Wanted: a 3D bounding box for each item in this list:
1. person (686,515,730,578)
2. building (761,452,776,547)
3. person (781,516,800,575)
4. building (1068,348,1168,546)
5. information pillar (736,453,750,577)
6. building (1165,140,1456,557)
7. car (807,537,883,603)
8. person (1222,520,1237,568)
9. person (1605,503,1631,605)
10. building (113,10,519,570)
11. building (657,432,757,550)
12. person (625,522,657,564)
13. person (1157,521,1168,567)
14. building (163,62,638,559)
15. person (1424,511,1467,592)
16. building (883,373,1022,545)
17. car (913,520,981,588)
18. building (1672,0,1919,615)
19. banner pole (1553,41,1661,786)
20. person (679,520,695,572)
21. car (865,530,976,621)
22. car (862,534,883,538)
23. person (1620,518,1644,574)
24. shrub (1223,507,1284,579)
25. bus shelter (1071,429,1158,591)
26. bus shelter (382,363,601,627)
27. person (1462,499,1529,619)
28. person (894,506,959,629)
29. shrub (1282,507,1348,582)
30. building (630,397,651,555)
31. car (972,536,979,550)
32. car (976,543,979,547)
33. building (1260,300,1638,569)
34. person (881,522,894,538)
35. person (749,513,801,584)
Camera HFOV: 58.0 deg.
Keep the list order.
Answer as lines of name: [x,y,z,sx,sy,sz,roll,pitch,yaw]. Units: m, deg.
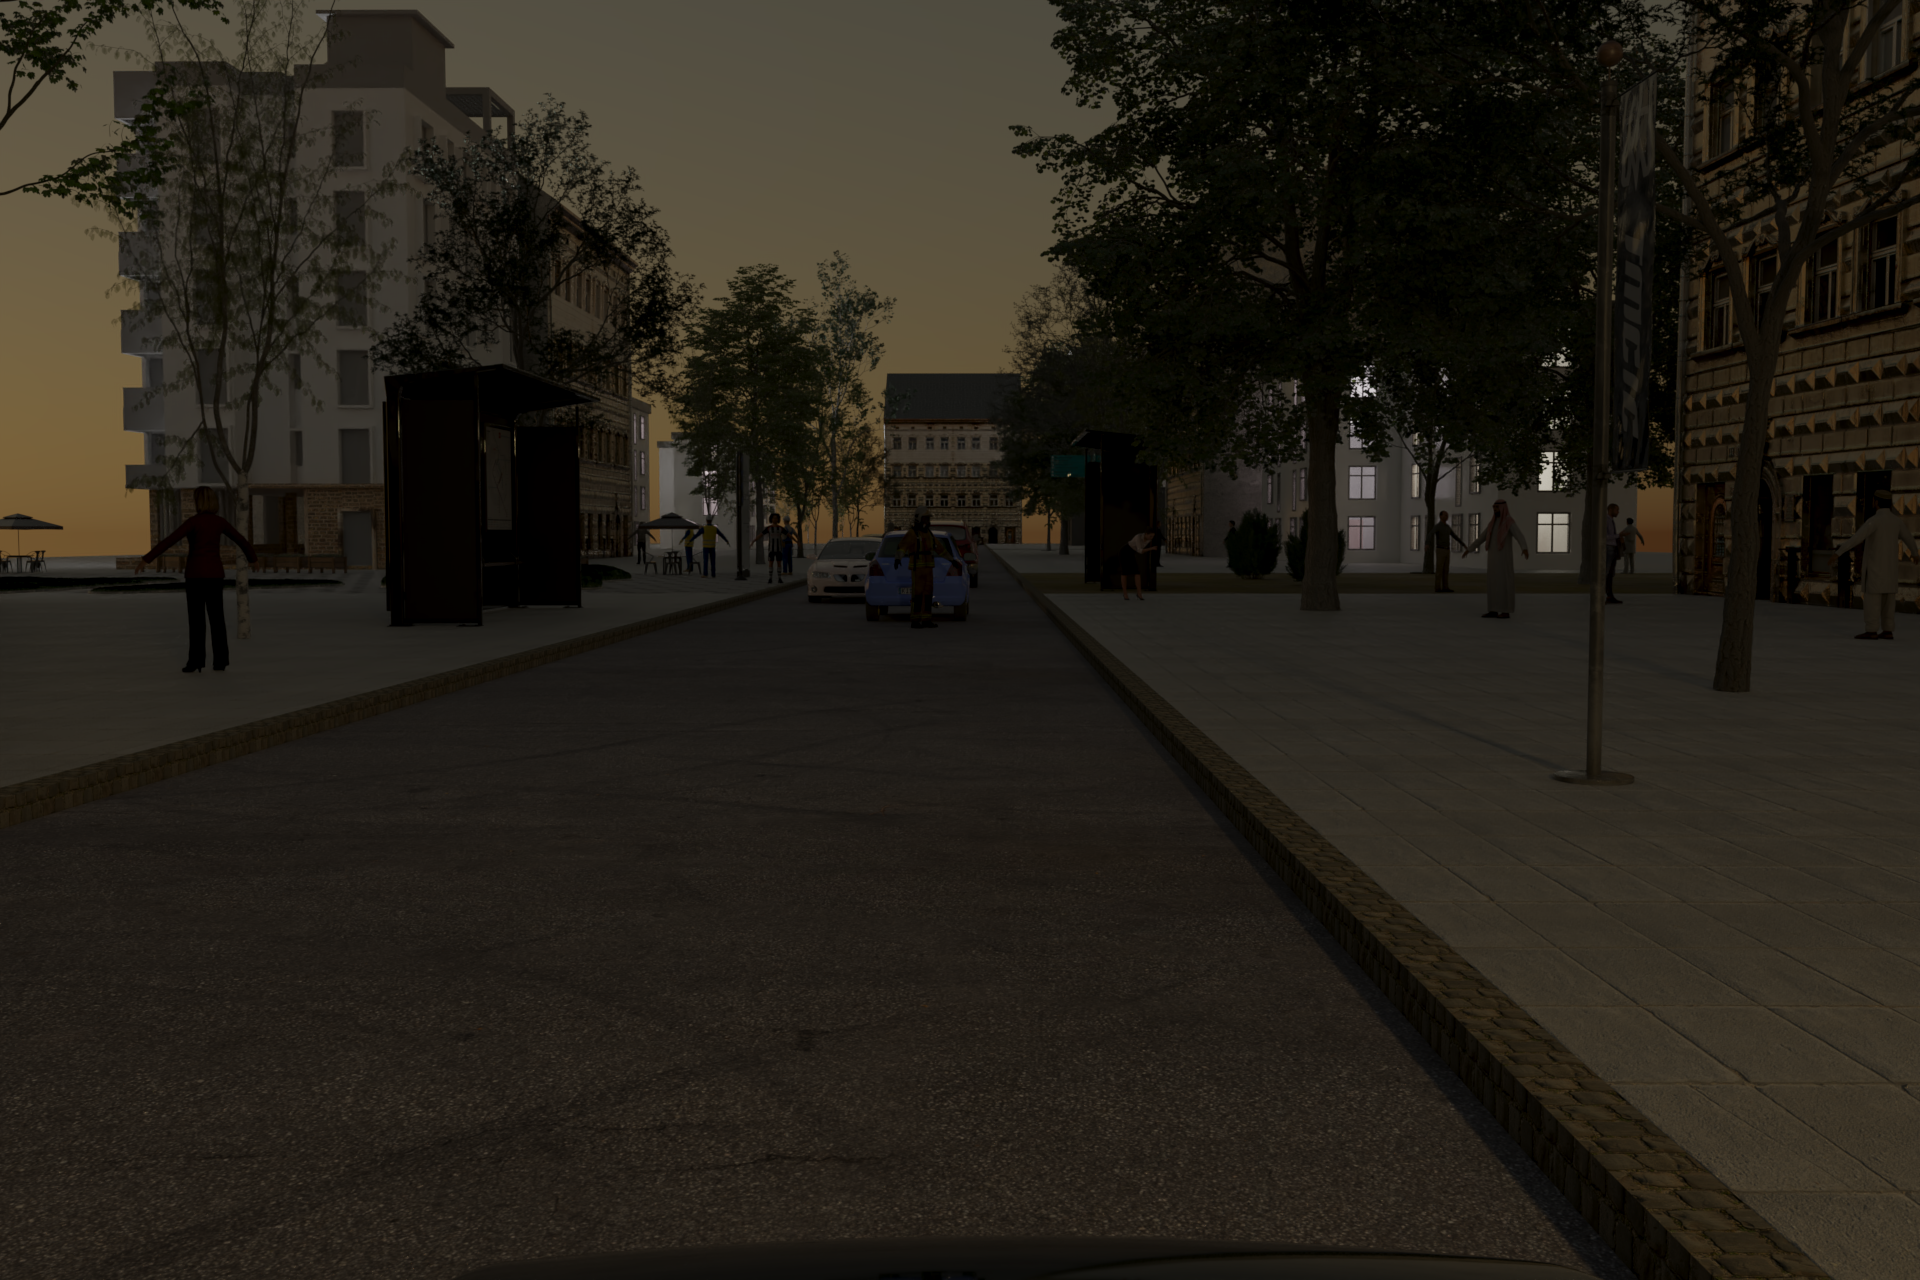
person: [-7.359,-2.739,50.752,1.349,1.833,0.705,-2,4,-25]
building: [-24.519,-15.100,189.031,9.099,9.664,28.070,0,3,0]
person: [-5.394,-2.934,53.833,0.705,1.847,1.347,3,5,39]
building: [26.231,-22.091,205.156,27.936,21.610,32.646,0,4,0]
information pillar: [-6.414,-3.663,51.207,0.184,3.620,1.656,0,4,1]
building: [22.702,-16.705,104.058,19.493,23.208,18.063,0,4,1]
car: [-2.249,-1.552,37.738,2.083,1.381,4.827,0,4,0]
person: [10.312,-3.652,65.889,0.705,1.806,1.347,-1,4,-11]
person: [11.937,-1.566,31.518,0.599,1.838,0.709,3,5,40]
building: [-24.648,-12.699,64.044,16.016,20.090,11.380,0,4,1]
building: [-22.775,-13.111,156.519,9.099,9.664,28.070,0,4,1]
person: [-13.518,-4.119,73.478,1.348,1.813,0.705,-1,4,-22]
person: [7.769,-3.766,67.793,0.704,1.802,1.346,-1,4,-16]
building: [-27.856,-15.740,88.275,19.493,23.208,18.063,0,4,1]
person: [10.644,-1.946,38.090,1.348,1.796,0.705,-2,4,-32]
building: [-0.830,-24.565,235.030,18.063,23.208,19.493,0,4,1]
car: [-0.539,-2.395,47.832,2.281,1.827,5.304,0,4,-1]
building: [24.424,-12.005,27.204,19.493,23.208,18.063,0,4,0]
banner pole: [3.299,-1.141,8.677,0.401,3.779,0.863,0,4,0]
person: [-9.271,-3.201,58.806,0.721,1.772,1.216,1,4,12]
car: [-0.692,-1.234,29.775,1.945,1.707,3.694,0,4,1]
car: [-2.713,-2.927,58.075,2.015,1.641,3.980,0,4,0]
person: [21.557,-3.037,55.842,1.347,1.806,0.705,-1,4,-19]
shrub: [8.335,-2.764,49.229,1.661,2.075,1.752,0,3,0]
bus shelter: [3.697,-3.094,41.876,1.731,3.624,6.357,0,4,1]
bus shelter: [-7.117,-2.185,27.012,1.731,3.624,6.357,0,4,1]
person: [8.209,-1.239,26.411,0.704,1.811,1.347,-2,4,-27]
person: [-0.559,-1.110,26.373,0.705,1.858,1.354,3,5,43]
shrub: [8.830,-2.370,43.170,1.690,2.028,1.600,0,3,0]
building: [-24.555,-10.415,112.425,9.099,9.664,28.070,0,3,0]
car: [0.310,-6.222,114.314,1.945,1.354,3.894,0,4,0]
car: [-0.314,-3.355,66.657,2.131,1.459,4.920,0,4,-1]
building: [20.119,-8.207,76.325,9.099,9.664,28.070,0,3,0]
person: [-2.183,-2.844,55.092,1.348,1.813,0.705,3,4,39]
person: [-4.795,-2.372,44.928,1.345,1.843,0.704,-1,4,-10]
